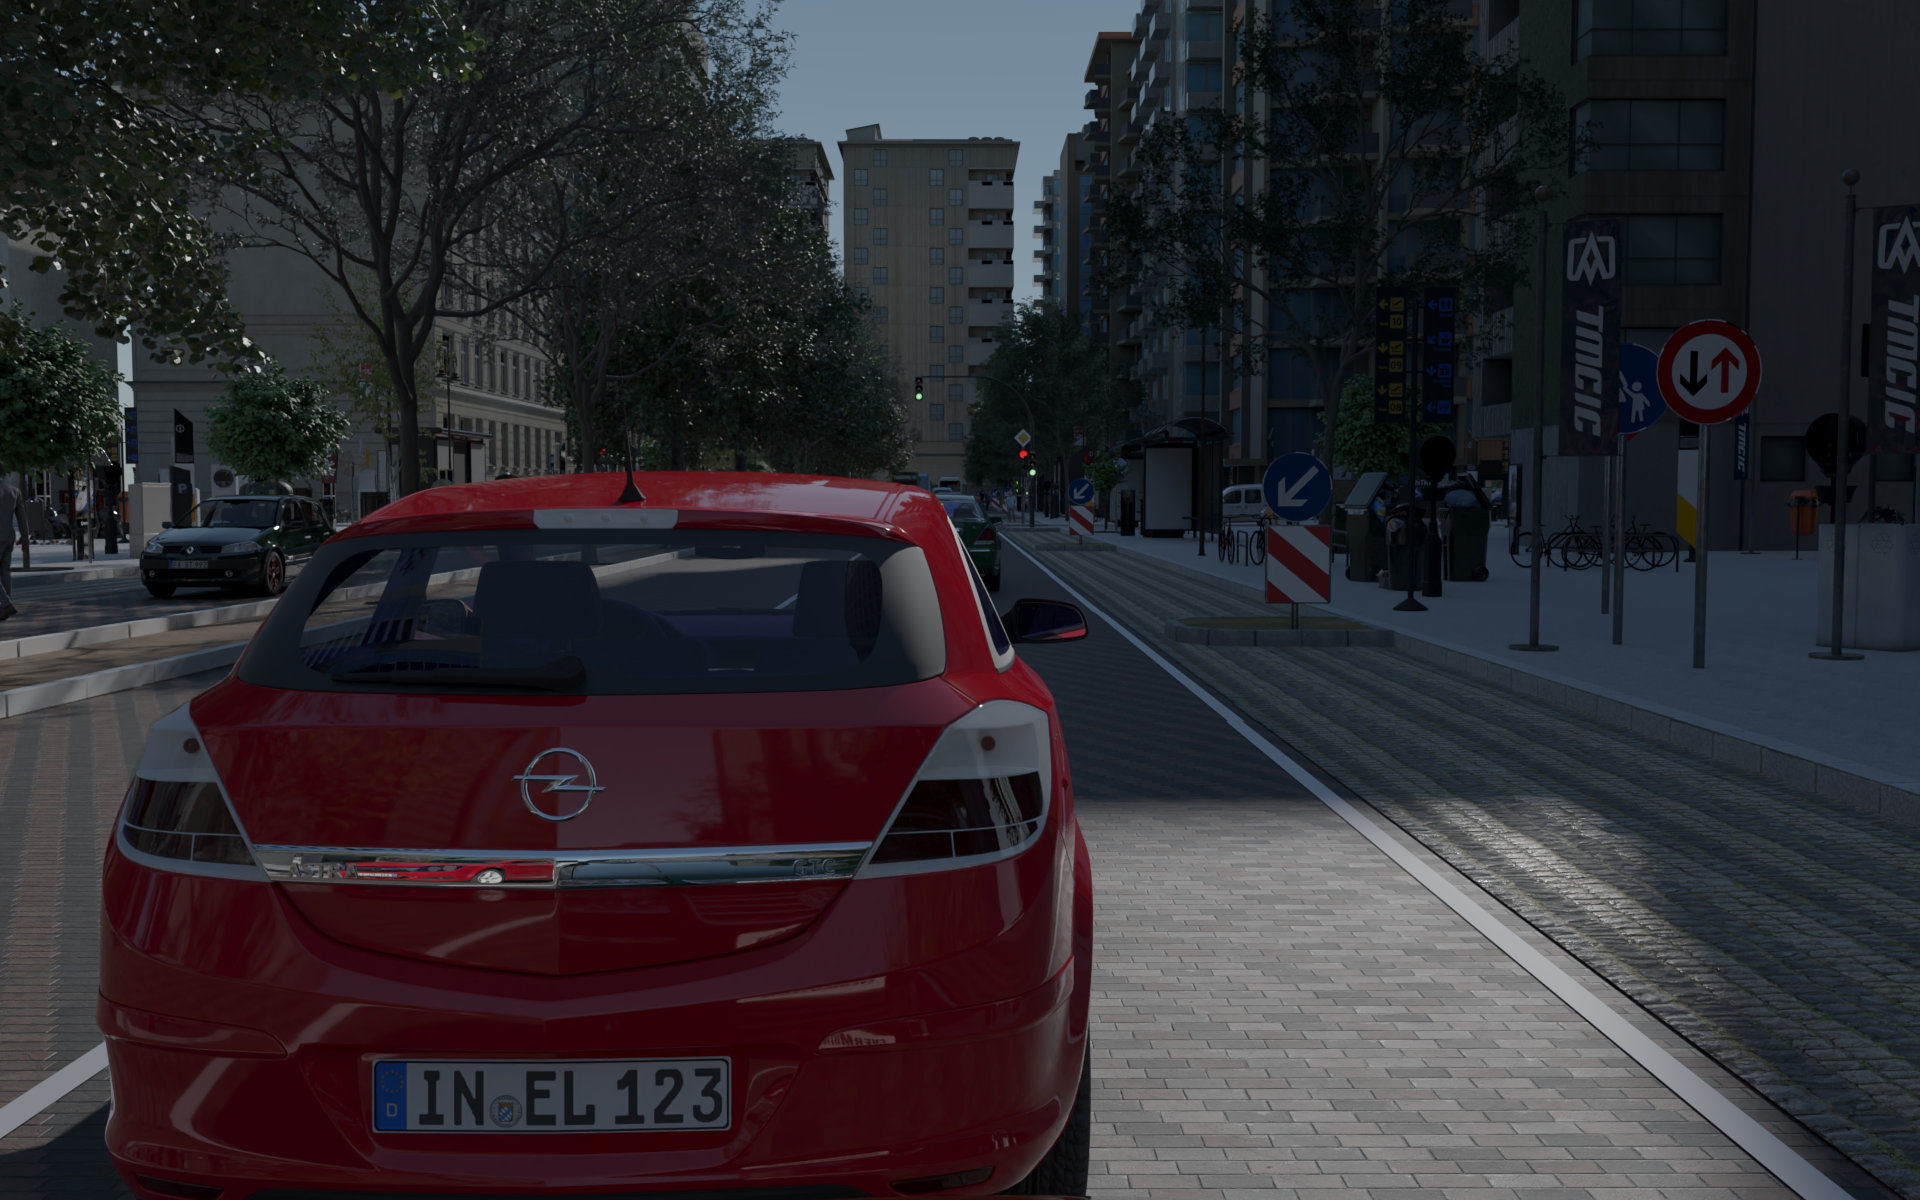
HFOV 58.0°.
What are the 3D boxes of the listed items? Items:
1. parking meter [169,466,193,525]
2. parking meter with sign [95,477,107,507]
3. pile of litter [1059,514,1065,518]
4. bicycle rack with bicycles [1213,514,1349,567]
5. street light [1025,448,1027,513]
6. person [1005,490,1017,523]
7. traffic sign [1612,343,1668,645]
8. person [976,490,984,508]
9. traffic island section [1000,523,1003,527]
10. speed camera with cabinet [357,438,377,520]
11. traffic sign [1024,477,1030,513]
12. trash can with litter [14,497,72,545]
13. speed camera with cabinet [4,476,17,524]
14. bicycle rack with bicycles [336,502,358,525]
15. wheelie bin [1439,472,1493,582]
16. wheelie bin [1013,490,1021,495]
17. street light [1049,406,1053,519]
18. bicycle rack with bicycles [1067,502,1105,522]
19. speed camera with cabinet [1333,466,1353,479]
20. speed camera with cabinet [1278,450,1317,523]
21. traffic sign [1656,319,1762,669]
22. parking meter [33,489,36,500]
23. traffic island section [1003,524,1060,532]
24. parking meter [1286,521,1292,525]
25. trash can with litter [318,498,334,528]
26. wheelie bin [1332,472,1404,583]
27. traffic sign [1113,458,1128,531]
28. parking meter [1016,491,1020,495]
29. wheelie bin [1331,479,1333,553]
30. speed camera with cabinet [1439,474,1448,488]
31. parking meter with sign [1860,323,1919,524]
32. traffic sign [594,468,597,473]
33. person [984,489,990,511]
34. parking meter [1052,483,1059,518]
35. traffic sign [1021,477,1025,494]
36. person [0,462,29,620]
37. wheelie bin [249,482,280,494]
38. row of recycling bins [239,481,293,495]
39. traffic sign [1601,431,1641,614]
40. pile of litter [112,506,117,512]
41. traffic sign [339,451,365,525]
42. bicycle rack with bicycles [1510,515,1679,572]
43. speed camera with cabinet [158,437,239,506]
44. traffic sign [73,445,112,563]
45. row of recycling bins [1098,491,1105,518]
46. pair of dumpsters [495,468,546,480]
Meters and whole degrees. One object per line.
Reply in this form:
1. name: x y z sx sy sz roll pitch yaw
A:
1. parking meter: -16.157 -1.850 35.954 0.399 1.863 0.255 -3 5 -41
2. parking meter with sign: -73.467 -9.279 147.964 0.543 3.016 1.738 -3 5 -40
3. pile of litter: 6.022 -4.897 94.033 1.176 0.858 1.719 -2 4 -26
4. bicycle rack with bicycles: 5.879 -1.099 31.347 2.852 0.926 2.925 0 4 5
5. street light: 4.516 -8.926 118.730 0.468 5.910 1.993 0 4 0
6. person: 2.390 -4.345 81.348 0.589 1.601 0.330 1 4 14
7. traffic sign: 5.609 -0.893 14.701 0.768 2.556 0.104 1 4 9
8. person: 2.193 -10.007 172.129 1.348 1.822 0.705 -1 4 -8
9. traffic island section: 2.742 -3.206 74.694 2.009 0.180 2.903 0 4 0
10. speed camera with cabinet: -20.879 -4.076 60.984 0.660 3.252 2.038 -1 4 -18
11. traffic sign: 4.727 -7.350 120.279 0.768 2.556 0.104 0 3 0
12. trash can with litter: -23.096 -1.999 43.740 2.233 1.210 1.678 1 4 8
13. speed camera with cabinet: -41.588 -4.953 75.313 0.660 3.252 2.038 -3 5 -42
14. bicycle rack with bicycles: -27.541 -3.796 75.441 2.925 0.926 2.852 -2 4 -24
15. wheelie bin: 7.434 -1.078 25.534 0.693 1.594 0.980 0 4 1
16. wheelie bin: 4.734 -8.523 147.265 0.980 1.594 0.693 1 4 15
17. street light: 4.648 -7.047 88.006 0.468 5.910 1.993 0 4 0
18. bicycle rack with bicycles: 6.431 -4.078 80.054 2.925 0.926 2.852 -2 4 -34
19. speed camera with cabinet: 11.601 -3.444 50.643 0.660 3.252 2.038 3 4 39
20. speed camera with cabinet: 14.995 -5.055 76.979 2.038 3.252 0.660 0 4 4
21. traffic sign: 5.448 -0.770 12.694 0.768 2.556 0.104 0 4 0
22. parking meter: -42.773 -4.374 79.920 0.372 1.533 0.369 0 3 0
23. traffic island section: 2.786 -2.717 66.709 2.009 0.180 2.903 0 4 0
24. parking meter: 10.255 -2.752 53.412 0.372 1.533 0.369 0 3 0
25. trash can with litter: -20.190 -2.663 54.926 0.624 1.170 1.055 -2 4 -26
26. wheelie bin: 6.072 -1.071 25.426 0.693 1.594 0.980 -1 4 -19
27. traffic sign: 5.480 -3.704 60.673 0.768 2.556 0.104 0 4 5
28. parking meter: 4.553 -7.821 136.283 0.372 1.533 0.369 0 3 0
29. wheelie bin: 8.263 -1.802 37.366 0.980 1.594 0.693 0 4 -6
30. speed camera with cabinet: 21.222 -4.883 74.169 2.038 3.252 0.660 0 4 6
31. parking meter with sign: 9.947 -1.282 17.230 0.543 3.016 1.738 -3 5 -41
32. traffic sign: -16.360 -4.715 77.089 0.884 2.594 0.081 0 4 0
33. person: 2.095 -7.629 133.409 0.419 1.800 0.721 2 4 28
34. parking meter: 5.061 -5.253 91.599 0.255 1.863 0.399 -2 4 -25
35. traffic sign: 4.611 -7.622 124.729 0.768 2.556 0.104 0 4 3
36. person: -11.071 -0.688 19.868 0.853 1.813 0.709 1 4 20
37. wheelie bin: -18.144 -2.287 45.292 0.980 1.594 0.693 -1 4 -22
38. row of recycling bins: -23.102 -3.085 57.545 1.069 1.692 3.534 -3 4 -39
39. traffic sign: 6.910 -1.123 18.474 0.768 2.556 0.104 0 4 6
40. pile of litter: -32.394 -3.180 65.951 1.176 0.858 1.719 3 5 44
41. traffic sign: -17.930 -3.117 51.069 0.768 2.556 0.104 0 4 2
42. bicycle rack with bicycles: 10.930 -0.991 29.591 2.925 0.926 2.852 1 4 11
43. speed camera with cabinet: -22.089 -3.423 50.295 2.038 3.252 0.660 -1 4 -15
44. traffic sign: -16.135 -1.961 32.065 0.884 2.594 0.081 0 4 1
45. row of recycling bins: 8.881 -5.291 93.617 3.534 1.692 1.069 -3 4 -38
46. pair of dumpsters: -16.126 -3.744 63.708 1.574 2.255 4.437 0 4 0
